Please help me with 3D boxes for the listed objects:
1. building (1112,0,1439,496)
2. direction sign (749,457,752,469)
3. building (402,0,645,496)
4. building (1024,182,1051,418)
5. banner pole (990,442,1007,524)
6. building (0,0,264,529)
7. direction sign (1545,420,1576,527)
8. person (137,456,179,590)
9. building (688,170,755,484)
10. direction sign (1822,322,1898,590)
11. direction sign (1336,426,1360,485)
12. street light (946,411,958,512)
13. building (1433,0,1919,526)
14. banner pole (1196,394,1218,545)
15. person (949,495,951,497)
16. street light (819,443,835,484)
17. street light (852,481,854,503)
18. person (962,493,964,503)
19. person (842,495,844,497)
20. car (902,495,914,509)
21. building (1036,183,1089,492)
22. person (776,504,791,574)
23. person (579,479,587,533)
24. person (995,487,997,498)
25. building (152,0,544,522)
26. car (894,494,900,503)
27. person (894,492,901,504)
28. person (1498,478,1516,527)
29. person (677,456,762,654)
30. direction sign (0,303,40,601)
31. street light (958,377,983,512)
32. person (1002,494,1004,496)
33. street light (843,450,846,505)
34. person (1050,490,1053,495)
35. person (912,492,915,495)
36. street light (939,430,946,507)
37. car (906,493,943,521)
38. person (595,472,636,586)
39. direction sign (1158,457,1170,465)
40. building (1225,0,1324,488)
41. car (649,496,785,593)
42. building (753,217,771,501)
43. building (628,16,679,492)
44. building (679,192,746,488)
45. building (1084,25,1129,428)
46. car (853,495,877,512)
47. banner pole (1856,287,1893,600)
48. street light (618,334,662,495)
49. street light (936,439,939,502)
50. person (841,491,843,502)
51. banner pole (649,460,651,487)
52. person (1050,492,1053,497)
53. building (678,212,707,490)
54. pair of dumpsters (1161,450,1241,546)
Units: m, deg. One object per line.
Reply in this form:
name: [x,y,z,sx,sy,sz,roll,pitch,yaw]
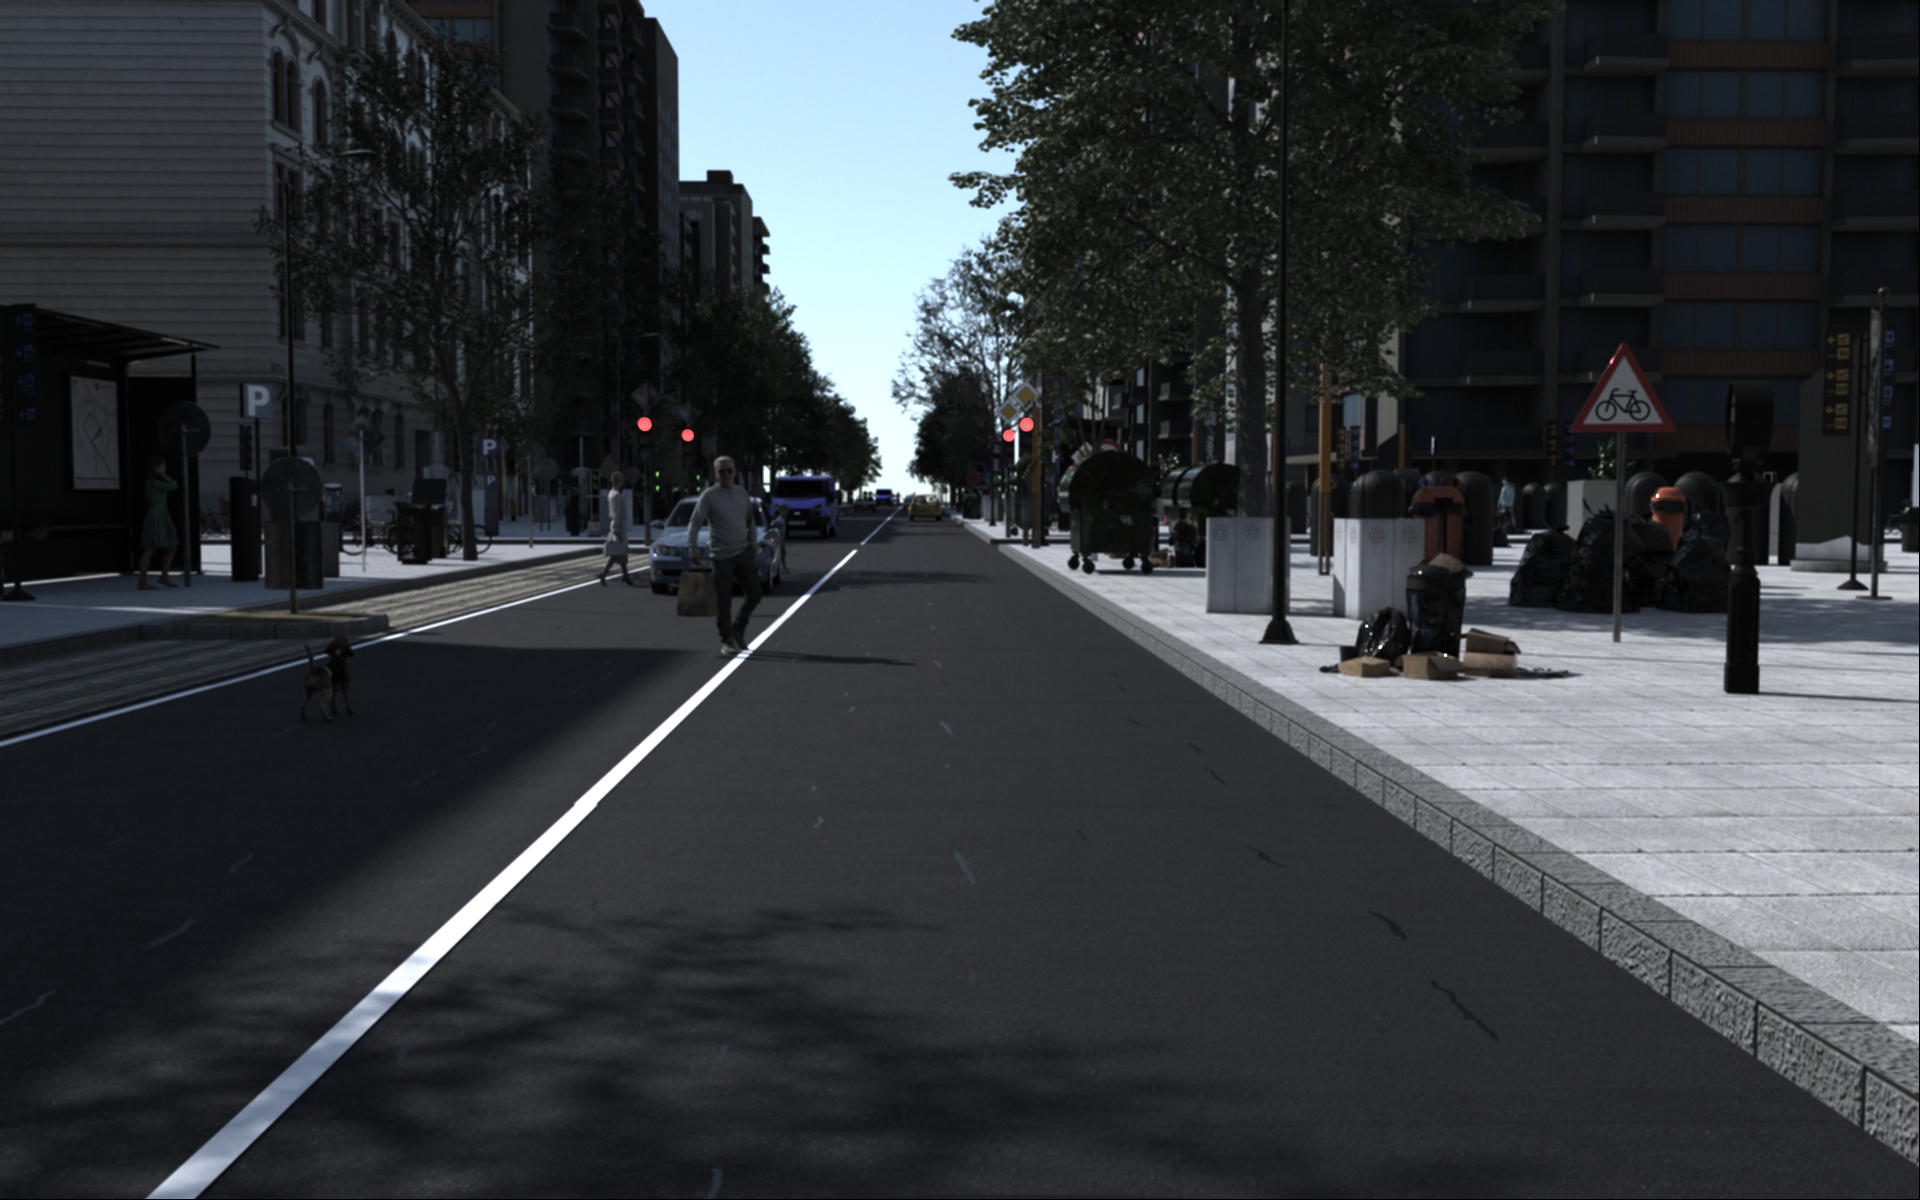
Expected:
building: [24.586,-30.061,146.122,22.147,44.769,28.867,0,4,-1]
direction sign: [-13.052,-7.067,107.544,0.379,3.537,0.876,-1,4,-21]
building: [-37.430,-29.616,138.849,22.147,44.769,28.867,0,4,-1]
building: [20.873,-38.955,260.614,21.300,48.544,21.600,0,4,-1]
banner pole: [1.688,-5.111,73.574,0.863,3.779,0.401,1,4,11]
building: [-31.921,-17.560,74.503,14.401,28.519,23.554,0,4,-1]
direction sign: [18.468,-3.750,53.305,0.876,3.537,0.379,2,4,30]
person: [-10.826,-1.042,23.332,0.529,1.795,0.600,-2,4,-31]
building: [-36.527,-36.264,243.021,14.600,45.320,14.200,0,4,-1]
direction sign: [11.984,-1.905,23.141,0.876,3.537,0.379,3,5,43]
direction sign: [12.907,-4.018,57.688,0.379,3.537,0.876,-3,5,-43]
street light: [0.114,-7.638,97.422,1.470,5.913,1.316,0,4,-1]
building: [29.741,-25.842,77.142,28.867,44.769,22.147,0,4,-1]
banner pole: [6.152,-3.268,43.452,0.863,3.779,0.401,-2,4,-33]
person: [-0.654,-12.621,212.361,1.348,1.831,0.705,0,4,-8]
street light: [-12.119,-11.227,156.104,1.470,5.913,1.316,0,4,-1]
street light: [-13.485,-14.538,210.234,1.470,5.913,1.316,0,4,-1]
person: [0.395,-15.332,257.536,0.721,1.723,1.217,0,4,8]
person: [-16.266,-13.861,233.464,1.217,1.735,0.721,1,4,8]
car: [-4.396,-9.195,162.702,2.083,1.381,4.827,0,4,-2]
building: [18.071,-36.248,242.767,14.600,45.320,14.200,0,4,-1]
person: [-3.197,-1.096,31.101,0.352,1.250,0.332,2,4,33]
person: [-12.535,-3.121,57.405,0.599,1.781,0.374,-2,4,-34]
person: [2.352,-6.523,112.873,0.473,1.802,0.592,0,4,6]
building: [-32.804,-18.997,97.998,14.401,28.519,23.554,0,4,-1]
car: [-10.433,-15.998,273.931,2.083,1.381,4.827,0,4,0]
person: [-9.329,-15.422,260.740,1.350,1.814,0.705,-2,4,-31]
person: [19.045,-3.323,60.237,0.638,1.841,0.748,0,4,-8]
person: [-2.168,-0.400,15.521,0.782,1.767,0.515,-3,4,-39]
direction sign: [-11.361,-1.761,20.785,0.876,3.537,0.379,1,4,23]
street light: [0.764,-5.909,69.148,1.470,5.913,1.316,0,4,-1]
person: [4.976,-11.141,188.210,1.348,1.822,0.705,3,5,44]
street light: [-12.797,-12.969,184.582,1.470,5.913,1.316,0,4,-1]
person: [10.376,-11.578,195.476,1.348,1.807,0.705,-1,4,-8]
person: [-5.737,-12.755,217.865,1.217,1.723,0.721,0,4,1]
street light: [-0.629,-9.374,125.806,1.470,5.913,1.316,0,4,-1]
car: [-1.905,-5.113,93.816,2.015,1.641,3.980,0,4,-3]
person: [-5.396,-1.116,27.108,0.624,1.780,0.694,-1,4,-10]
direction sign: [12.608,-7.020,106.781,0.876,3.537,0.379,2,4,32]
building: [27.842,-34.759,110.301,21.231,58.520,28.212,0,4,-1]
car: [-3.675,-0.890,26.549,2.014,1.417,4.499,0,4,-3]
building: [-40.566,-37.326,264.907,22.147,44.769,28.867,0,4,-1]
building: [-33.920,-31.256,161.141,14.600,45.320,14.200,0,4,-1]
building: [-35.957,-33.361,229.040,14.154,41.232,14.086,0,4,-1]
building: [27.122,-35.779,174.218,28.713,52.752,27.495,0,4,-1]
car: [-7.619,-7.721,138.810,1.945,1.354,3.894,0,4,-3]
banner pole: [11.013,-1.886,20.855,0.401,3.779,0.863,3,5,40]
street light: [-9.335,-4.755,50.284,1.470,5.913,1.316,0,4,-1]
street light: [-1.201,-10.594,145.748,1.470,5.913,1.316,0,4,-1]
person: [-19.060,-16.733,279.628,0.705,1.824,1.348,1,4,15]
banner pole: [-19.137,-7.150,106.917,0.401,3.779,0.863,2,4,30]
person: [7.325,-7.879,135.422,0.990,1.755,0.434,-3,4,-36]
building: [-33.612,-24.718,175.844,14.160,30.474,14.107,0,4,-1]
pair of dumpsters: [5.794,-2.332,40.615,1.574,2.255,4.437,0,4,-1]
